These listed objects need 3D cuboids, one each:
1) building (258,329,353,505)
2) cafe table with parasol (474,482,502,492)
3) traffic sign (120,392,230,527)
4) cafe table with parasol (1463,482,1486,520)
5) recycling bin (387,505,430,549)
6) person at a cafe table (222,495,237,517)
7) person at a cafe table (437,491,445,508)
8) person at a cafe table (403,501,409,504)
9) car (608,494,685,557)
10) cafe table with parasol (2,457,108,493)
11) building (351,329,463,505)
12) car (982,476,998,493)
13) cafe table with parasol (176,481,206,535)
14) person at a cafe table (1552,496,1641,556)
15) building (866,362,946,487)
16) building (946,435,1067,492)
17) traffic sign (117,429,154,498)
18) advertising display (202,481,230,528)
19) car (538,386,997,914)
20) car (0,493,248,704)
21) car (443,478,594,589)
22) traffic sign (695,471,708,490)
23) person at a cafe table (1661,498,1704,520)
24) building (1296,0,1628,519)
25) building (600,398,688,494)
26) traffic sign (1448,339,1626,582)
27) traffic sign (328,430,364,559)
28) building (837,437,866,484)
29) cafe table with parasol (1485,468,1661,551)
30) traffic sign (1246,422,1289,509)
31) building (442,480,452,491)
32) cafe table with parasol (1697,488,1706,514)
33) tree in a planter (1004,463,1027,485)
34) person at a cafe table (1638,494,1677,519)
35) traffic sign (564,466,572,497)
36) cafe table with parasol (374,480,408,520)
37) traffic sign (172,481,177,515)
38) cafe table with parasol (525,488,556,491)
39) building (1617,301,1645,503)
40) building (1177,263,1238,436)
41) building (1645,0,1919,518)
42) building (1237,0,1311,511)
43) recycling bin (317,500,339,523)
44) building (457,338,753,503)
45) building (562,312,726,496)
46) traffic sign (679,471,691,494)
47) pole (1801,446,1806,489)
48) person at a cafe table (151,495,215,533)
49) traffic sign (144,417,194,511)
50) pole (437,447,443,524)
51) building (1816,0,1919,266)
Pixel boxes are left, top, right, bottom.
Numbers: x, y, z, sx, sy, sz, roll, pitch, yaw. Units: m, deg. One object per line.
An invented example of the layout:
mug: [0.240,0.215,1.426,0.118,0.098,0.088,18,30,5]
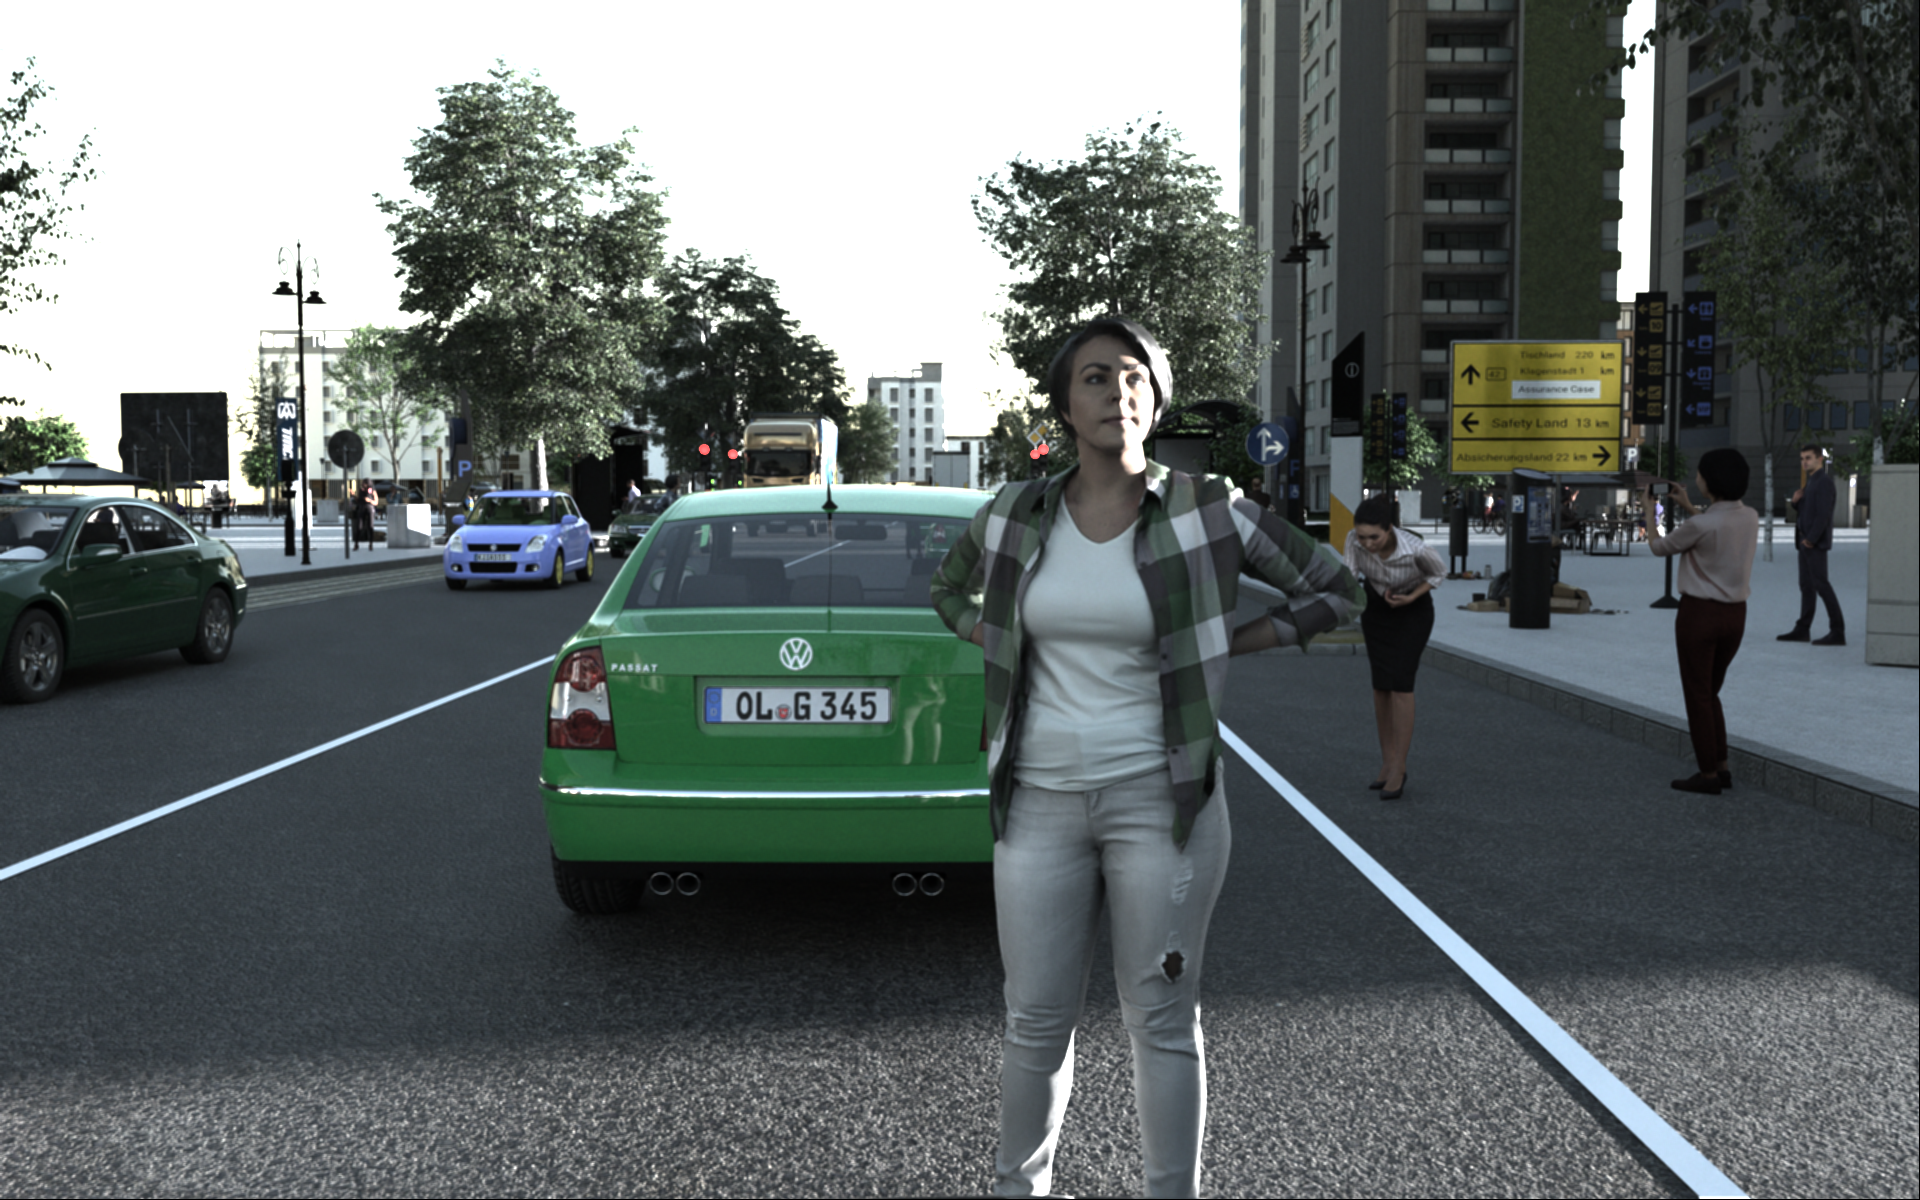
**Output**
building: [-74.093,-21.308,204.811,11.380,20.091,16.016,0,4,0]
cafe table with parasol: [-26.804,-5.681,97.753,2.610,1.966,2.610,-1,4,-19]
traffic sign: [-15.656,-2.487,34.535,2.265,3.308,0.079,0,4,6]
cafe table with parasol: [25.715,-4.833,83.886,2.610,1.966,2.610,3,5,40]
recycling bin: [-13.101,-1.748,41.139,0.722,1.027,0.722,2,4,29]
person at a cafe table: [-42.249,-5.405,99.227,1.698,1.238,1.726,2,4,26]
person at a cafe table: [-41.794,-8.100,140.953,1.622,1.524,1.698,2,4,24]
person at a cafe table: [-47.094,-8.606,149.225,1.622,1.524,1.698,-3,5,-41]
car: [-6.967,-1.766,40.668,2.131,1.459,4.920,0,4,1]
cafe table with parasol: [-16.267,-1.647,31.798,2.610,1.966,2.610,0,4,-6]
building: [-62.717,-21.259,204.002,11.380,20.091,16.016,0,4,0]
car: [0.390,-1.215,28.659,1.959,1.807,4.718,0,4,2]
cafe table with parasol: [-24.336,-2.974,53.483,2.610,1.966,2.610,2,4,30]
person at a cafe table: [13.223,-1.566,36.458,1.726,1.238,1.698,1,4,13]
building: [-7.833,-24.317,254.000,11.380,20.091,16.016,0,4,0]
building: [12.046,-18.954,252.036,28.070,9.664,9.099,0,4,0]
traffic sign: [-16.077,-2.061,33.807,0.768,2.556,0.104,0,4,6]
advertising display: [-27.761,-3.633,64.617,0.123,1.923,0.974,3,5,45]
car: [-0.448,0.093,7.271,1.959,1.807,4.718,0,4,1]
car: [-7.205,-0.094,13.334,2.131,1.459,4.920,0,4,1]
car: [-6.881,-1.076,27.181,1.945,1.707,3.694,0,4,-1]
traffic sign: [-14.153,-5.802,94.967,0.768,2.556,0.104,0,4,4]
person at a cafe table: [34.784,-4.472,83.977,1.726,1.238,1.698,-1,4,-21]
building: [26.544,-25.091,93.838,14.086,41.232,14.154,0,4,0]
building: [-29.956,-13.571,164.039,9.099,9.664,28.070,0,4,0]
traffic sign: [7.594,-1.775,22.888,2.265,3.308,0.079,0,4,3]
traffic sign: [-12.175,-2.094,34.341,0.768,2.556,0.104,0,4,7]
building: [-27.568,-18.963,252.199,28.070,9.664,9.099,0,4,0]
cafe table with parasol: [14.155,-2.153,40.074,2.610,1.966,2.610,-2,4,-26]
traffic sign: [5.472,-1.884,30.912,0.768,2.556,0.104,0,4,3]
building: [-68.019,-18.965,252.228,28.070,9.664,9.099,0,4,0]
cafe table with parasol: [48.978,-6.903,117.726,2.610,1.966,2.610,-1,4,-13]
tree in a planter: [3.337,-6.218,98.891,1.991,3.239,1.994,0,4,0]
person at a cafe table: [35.923,-4.913,88.837,1.622,1.524,1.698,0,4,0]
traffic sign: [-14.176,-3.743,63.325,0.606,2.300,0.079,1,4,9]
cafe table with parasol: [-28.062,-4.890,84.812,2.610,1.966,2.610,3,5,43]
traffic sign: [-16.076,-2.160,35.425,0.768,2.556,0.104,0,4,7]
cafe table with parasol: [-30.510,-7.369,125.348,2.610,1.966,2.610,-2,4,-26]
building: [60.537,-21.629,197.612,32.646,21.610,27.936,0,4,0]
building: [34.430,-19.744,166.783,27.936,21.610,32.646,0,4,0]
building: [57.146,-34.062,98.916,28.212,58.520,21.231,0,4,0]
building: [31.680,-35.985,130.351,21.231,58.520,28.212,0,4,0]
recycling bin: [-28.363,-3.985,77.716,0.722,1.027,0.722,0,4,5]
building: [-41.059,-20.662,204.277,31.486,18.905,16.747,0,4,0]
building: [-32.869,-20.004,183.484,16.016,20.091,11.380,0,4,0]
traffic sign: [-15.528,-5.964,97.624,0.768,2.556,0.104,1,4,10]
pole: [35.638,-4.853,73.185,0.158,3.312,0.155,0,3,0]
person at a cafe table: [-25.823,-2.822,56.995,1.698,1.238,1.726,2,4,27]
traffic sign: [-13.311,-1.782,29.136,0.884,2.594,0.081,0,4,7]
pole: [-22.526,-4.965,75.021,0.158,3.312,0.155,0,3,0]
building: [33.665,-26.779,27.083,28.713,52.752,27.495,0,4,0]
